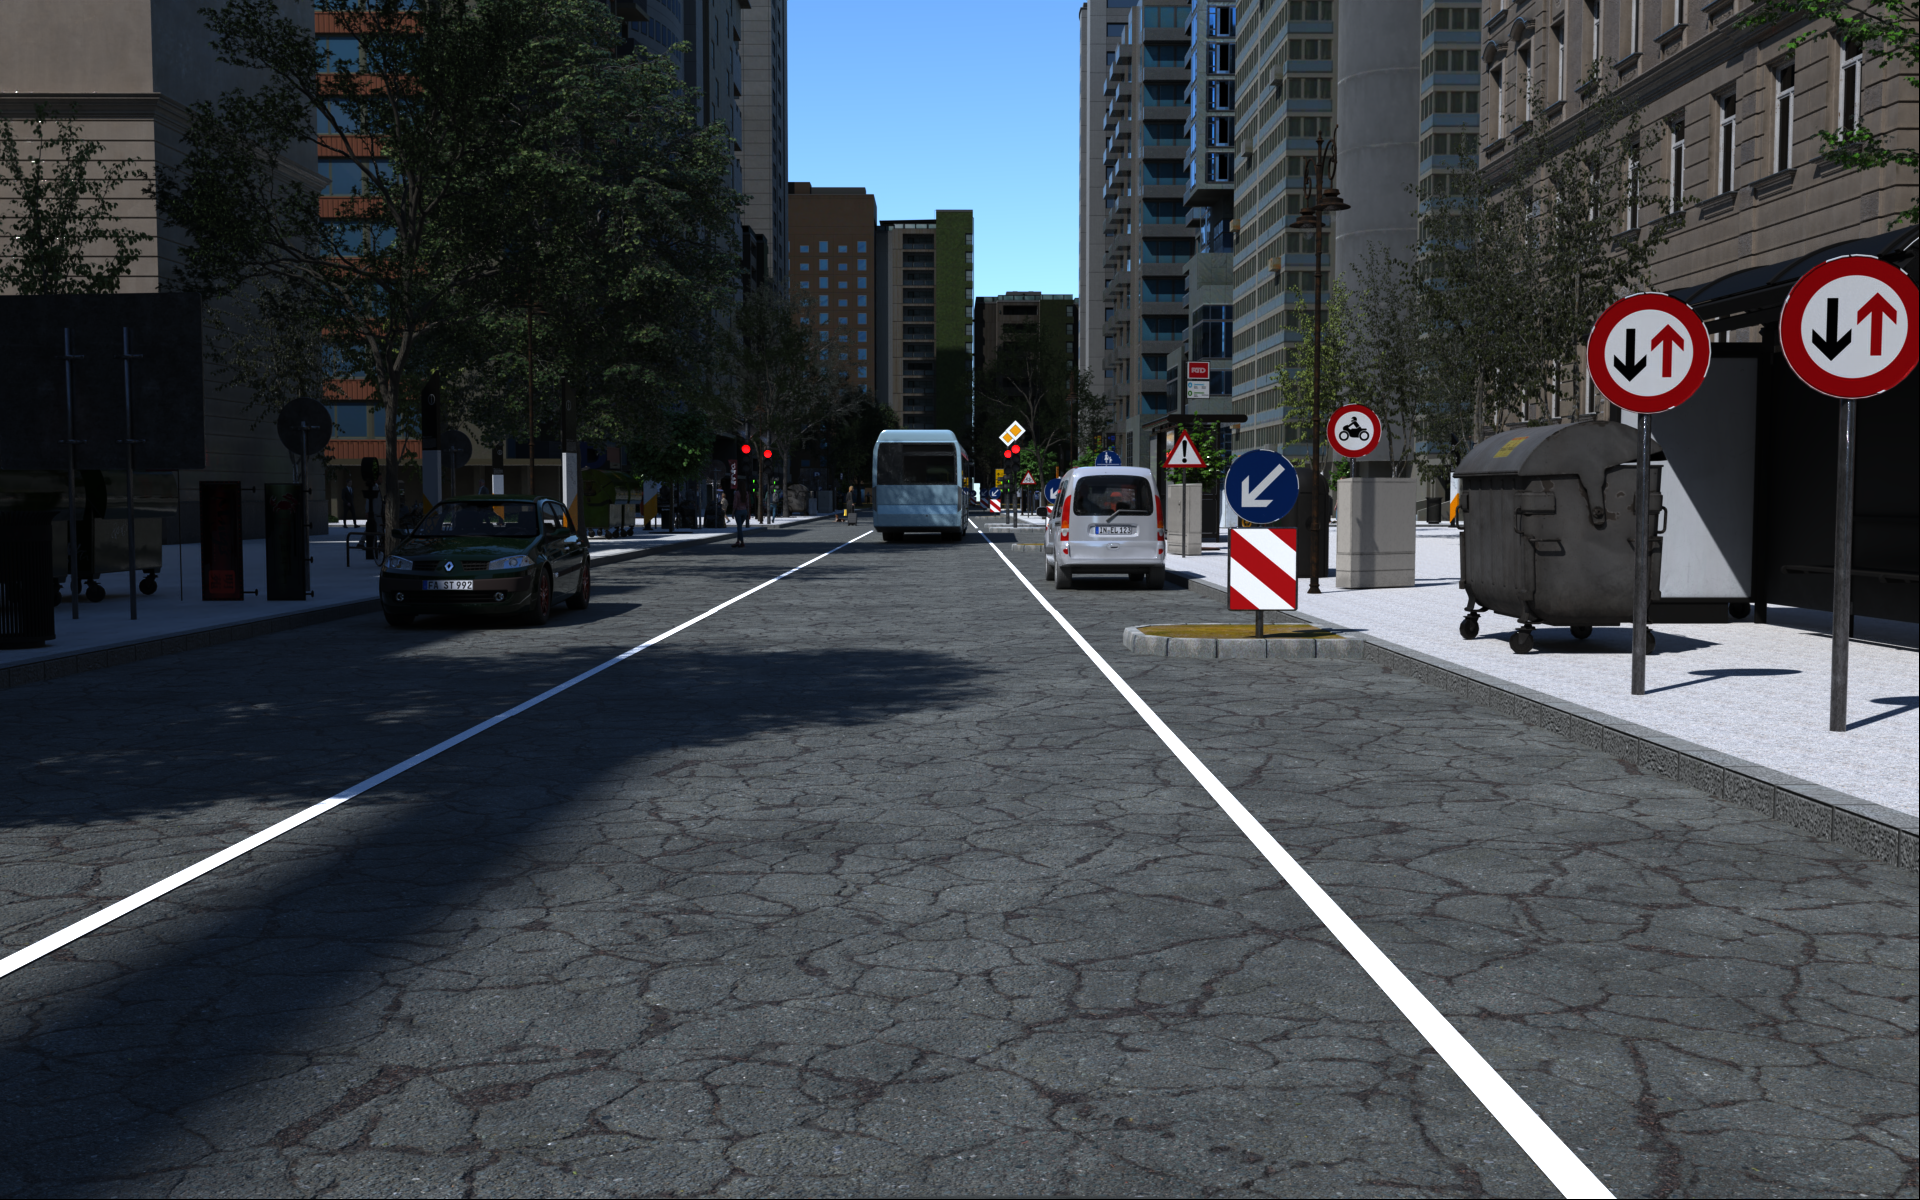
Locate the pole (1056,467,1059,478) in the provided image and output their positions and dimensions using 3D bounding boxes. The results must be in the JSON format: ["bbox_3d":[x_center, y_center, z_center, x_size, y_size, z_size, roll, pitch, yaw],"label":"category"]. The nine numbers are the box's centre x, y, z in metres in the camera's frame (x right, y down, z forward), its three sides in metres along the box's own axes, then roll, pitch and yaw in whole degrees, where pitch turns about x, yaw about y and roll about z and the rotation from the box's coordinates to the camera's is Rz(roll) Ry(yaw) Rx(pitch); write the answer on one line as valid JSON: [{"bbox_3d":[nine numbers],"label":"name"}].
[{"bbox_3d":[7.212,-8.221,128.252,0.158,3.312,0.155,0,3,0],"label":"pole"}]

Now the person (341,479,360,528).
[{"bbox_3d":[-22.897,-3.623,65.064,0.755,1.850,0.659,2,4,32],"label":"person"}]

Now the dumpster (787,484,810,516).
[{"bbox_3d":[-9.475,-5.834,101.138,1.264,1.857,1.865,0,4,-1],"label":"dumpster"}]

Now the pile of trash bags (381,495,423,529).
[{"bbox_3d":[-20.838,-3.358,64.663,1.912,1.369,3.447,-2,4,-34],"label":"pile of trash bags"}]

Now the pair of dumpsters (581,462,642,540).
[{"bbox_3d":[-10.437,-2.946,50.656,1.574,2.255,4.437,0,4,0],"label":"pair of dumpsters"}]

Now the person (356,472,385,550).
[{"bbox_3d":[-13.344,-2.028,39.474,0.850,1.792,0.678,-1,4,-13],"label":"person"}]

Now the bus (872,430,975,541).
[{"bbox_3d":[-1.080,-3.750,56.167,2.948,3.499,13.247,0,4,1],"label":"bus"}]

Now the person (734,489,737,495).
[{"bbox_3d":[-18.366,-8.257,141.268,0.641,1.798,0.478,1,4,17],"label":"person"}]

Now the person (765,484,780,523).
[{"bbox_3d":[-8.329,-4.315,76.943,0.623,1.781,0.721,-1,4,-15],"label":"person"}]

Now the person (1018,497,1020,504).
[{"bbox_3d":[7.440,-12.925,217.883,1.217,1.766,0.721,-2,4,-27],"label":"person"}]

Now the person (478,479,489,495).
[{"bbox_3d":[-16.238,-3.199,58.745,0.661,1.777,0.834,3,5,40],"label":"person"}]

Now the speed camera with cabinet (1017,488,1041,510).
[{"bbox_3d":[5.489,-8.789,138.035,2.038,3.252,0.660,-2,4,-29],"label":"speed camera with cabinet"}]

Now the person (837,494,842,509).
[{"bbox_3d":[-9.863,-8.064,142.130,0.590,1.304,0.306,2,4,33],"label":"person"}]

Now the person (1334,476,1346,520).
[{"bbox_3d":[11.734,-2.884,53.201,0.388,1.821,0.555,-3,5,-43],"label":"person"}]

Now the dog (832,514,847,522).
[{"bbox_3d":[-6.144,-4.187,88.651,0.748,0.427,0.550,2,4,33],"label":"dog"}]

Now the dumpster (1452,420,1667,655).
[{"bbox_3d":[5.003,-0.535,14.512,1.264,1.857,1.865,0,4,-1],"label":"dumpster"}]

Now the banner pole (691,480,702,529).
[{"bbox_3d":[-9.615,-4.489,63.419,0.401,3.779,0.863,0,4,6],"label":"banner pole"}]

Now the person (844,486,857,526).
[{"bbox_3d":[-4.999,-4.295,78.944,0.699,1.804,1.509,0,4,1],"label":"person"}]

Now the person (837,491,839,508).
[{"bbox_3d":[-11.607,-9.661,164.007,0.705,1.824,1.348,0,4,5],"label":"person"}]

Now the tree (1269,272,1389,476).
[{"bbox_3d":[12.242,-6.603,58.326,4.737,8.622,4.395,0,3,0],"label":"tree"}]

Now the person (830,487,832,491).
[{"bbox_3d":[-9.866,-7.655,131.540,0.444,1.785,0.601,2,4,25],"label":"person"}]

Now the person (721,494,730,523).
[{"bbox_3d":[-10.345,-4.009,75.858,0.640,1.303,0.475,1,4,18],"label":"person"}]

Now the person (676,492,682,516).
[{"bbox_3d":[-16.120,-5.674,99.477,0.598,1.740,0.731,2,4,34],"label":"person"}]

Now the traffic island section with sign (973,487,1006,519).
[{"bbox_3d":[1.872,-5.504,98.611,1.989,1.847,2.006,0,4,0],"label":"traffic island section with sign"}]

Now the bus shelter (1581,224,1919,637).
[{"bbox_3d":[7.234,-1.265,14.606,2.014,3.302,5.546,0,4,0],"label":"bus shelter"}]

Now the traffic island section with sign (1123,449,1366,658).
[{"bbox_3d":[2.555,-0.455,16.075,1.989,1.847,2.006,0,4,0],"label":"traffic island section with sign"}]

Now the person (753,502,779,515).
[{"bbox_3d":[-11.519,-5.944,103.436,1.509,1.804,0.699,1,4,22],"label":"person"}]

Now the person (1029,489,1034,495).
[{"bbox_3d":[5.500,-7.706,132.131,0.616,1.811,0.778,-2,4,-25],"label":"person"}]

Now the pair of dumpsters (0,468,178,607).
[{"bbox_3d":[-10.721,-1.068,19.962,1.574,2.255,4.437,0,4,0],"label":"pair of dumpsters"}]

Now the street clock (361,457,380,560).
[{"bbox_3d":[-11.555,-1.798,33.972,0.358,2.002,0.471,0,4,-3],"label":"street clock"}]

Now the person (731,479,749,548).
[{"bbox_3d":[-5.875,-2.320,46.439,0.388,1.821,0.555,2,4,34],"label":"person"}]

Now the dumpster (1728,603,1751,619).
[{"bbox_3d":[7.466,-0.981,18.534,1.502,2.255,1.985,0,4,-1],"label":"dumpster"}]

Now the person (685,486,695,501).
[{"bbox_3d":[-16.748,-6.196,107.526,0.592,1.802,0.473,2,4,26],"label":"person"}]

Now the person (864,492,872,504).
[{"bbox_3d":[-12.069,-13.424,228.719,1.217,1.736,0.721,-2,4,-25],"label":"person"}]

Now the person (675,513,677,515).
[{"bbox_3d":[-17.727,-6.173,107.156,0.721,1.800,0.419,1,4,20],"label":"person"}]

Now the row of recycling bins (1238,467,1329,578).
[{"bbox_3d":[5.250,-1.283,28.082,1.069,1.692,3.534,0,4,-1],"label":"row of recycling bins"}]

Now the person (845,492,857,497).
[{"bbox_3d":[-10.479,-9.767,166.437,1.217,1.736,0.721,0,4,3],"label":"person"}]

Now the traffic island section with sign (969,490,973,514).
[{"bbox_3d":[1.640,-7.204,126.420,1.989,1.847,2.006,0,4,0],"label":"traffic island section with sign"}]

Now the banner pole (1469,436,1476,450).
[{"bbox_3d":[21.984,-5.149,74.196,0.401,3.779,0.863,-2,4,-26],"label":"banner pole"}]

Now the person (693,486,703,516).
[{"bbox_3d":[-15.466,-5.904,102.591,0.581,1.822,0.654,1,4,22],"label":"person"}]

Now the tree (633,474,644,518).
[{"bbox_3d":[-16.764,-5.931,91.581,1.663,3.219,1.824,0,3,0],"label":"tree"}]

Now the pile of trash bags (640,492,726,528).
[{"bbox_3d":[-10.512,-3.424,65.729,3.447,1.369,1.912,0,4,2],"label":"pile of trash bags"}]

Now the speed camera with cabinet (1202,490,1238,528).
[{"bbox_3d":[9.729,-4.303,64.685,2.038,3.252,0.660,-1,4,-21],"label":"speed camera with cabinet"}]

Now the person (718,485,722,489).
[{"bbox_3d":[-13.396,-5.495,96.162,0.850,1.792,0.678,-3,5,-45],"label":"person"}]

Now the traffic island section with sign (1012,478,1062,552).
[{"bbox_3d":[2.320,-2.159,43.932,1.989,1.847,2.006,0,4,0],"label":"traffic island section with sign"}]

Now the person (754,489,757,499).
[{"bbox_3d":[-17.834,-8.878,151.876,0.721,1.739,1.217,1,4,13],"label":"person"}]

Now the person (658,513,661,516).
[{"bbox_3d":[-17.853,-5.922,103.346,0.782,1.767,0.515,-1,4,-15],"label":"person"}]

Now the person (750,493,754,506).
[{"bbox_3d":[-15.550,-7.469,128.404,0.600,1.795,0.529,-2,4,-30],"label":"person"}]

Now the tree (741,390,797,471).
[{"bbox_3d":[-12.764,-10.089,115.324,4.737,8.622,4.395,0,3,0],"label":"tree"}]

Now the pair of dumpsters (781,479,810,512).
[{"bbox_3d":[-10.201,-6.418,107.420,1.574,2.255,4.437,0,4,-1],"label":"pair of dumpsters"}]

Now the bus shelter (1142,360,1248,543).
[{"bbox_3d":[6.480,-4.411,49.745,2.179,5.291,8.768,0,4,0],"label":"bus shelter"}]

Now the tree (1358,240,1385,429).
[{"bbox_3d":[10.821,-5.168,34.859,4.360,8.622,3.978,0,3,0],"label":"tree"}]

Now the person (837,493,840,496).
[{"bbox_3d":[-10.944,-8.831,151.142,1.217,1.735,0.721,1,4,9],"label":"person"}]

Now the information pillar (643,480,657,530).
[{"bbox_3d":[-10.955,-4.269,61.146,0.504,3.616,0.183,-2,4,-29],"label":"information pillar"}]

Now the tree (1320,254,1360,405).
[{"bbox_3d":[12.420,-6.069,49.599,4.360,8.622,3.978,0,3,0],"label":"tree"}]
